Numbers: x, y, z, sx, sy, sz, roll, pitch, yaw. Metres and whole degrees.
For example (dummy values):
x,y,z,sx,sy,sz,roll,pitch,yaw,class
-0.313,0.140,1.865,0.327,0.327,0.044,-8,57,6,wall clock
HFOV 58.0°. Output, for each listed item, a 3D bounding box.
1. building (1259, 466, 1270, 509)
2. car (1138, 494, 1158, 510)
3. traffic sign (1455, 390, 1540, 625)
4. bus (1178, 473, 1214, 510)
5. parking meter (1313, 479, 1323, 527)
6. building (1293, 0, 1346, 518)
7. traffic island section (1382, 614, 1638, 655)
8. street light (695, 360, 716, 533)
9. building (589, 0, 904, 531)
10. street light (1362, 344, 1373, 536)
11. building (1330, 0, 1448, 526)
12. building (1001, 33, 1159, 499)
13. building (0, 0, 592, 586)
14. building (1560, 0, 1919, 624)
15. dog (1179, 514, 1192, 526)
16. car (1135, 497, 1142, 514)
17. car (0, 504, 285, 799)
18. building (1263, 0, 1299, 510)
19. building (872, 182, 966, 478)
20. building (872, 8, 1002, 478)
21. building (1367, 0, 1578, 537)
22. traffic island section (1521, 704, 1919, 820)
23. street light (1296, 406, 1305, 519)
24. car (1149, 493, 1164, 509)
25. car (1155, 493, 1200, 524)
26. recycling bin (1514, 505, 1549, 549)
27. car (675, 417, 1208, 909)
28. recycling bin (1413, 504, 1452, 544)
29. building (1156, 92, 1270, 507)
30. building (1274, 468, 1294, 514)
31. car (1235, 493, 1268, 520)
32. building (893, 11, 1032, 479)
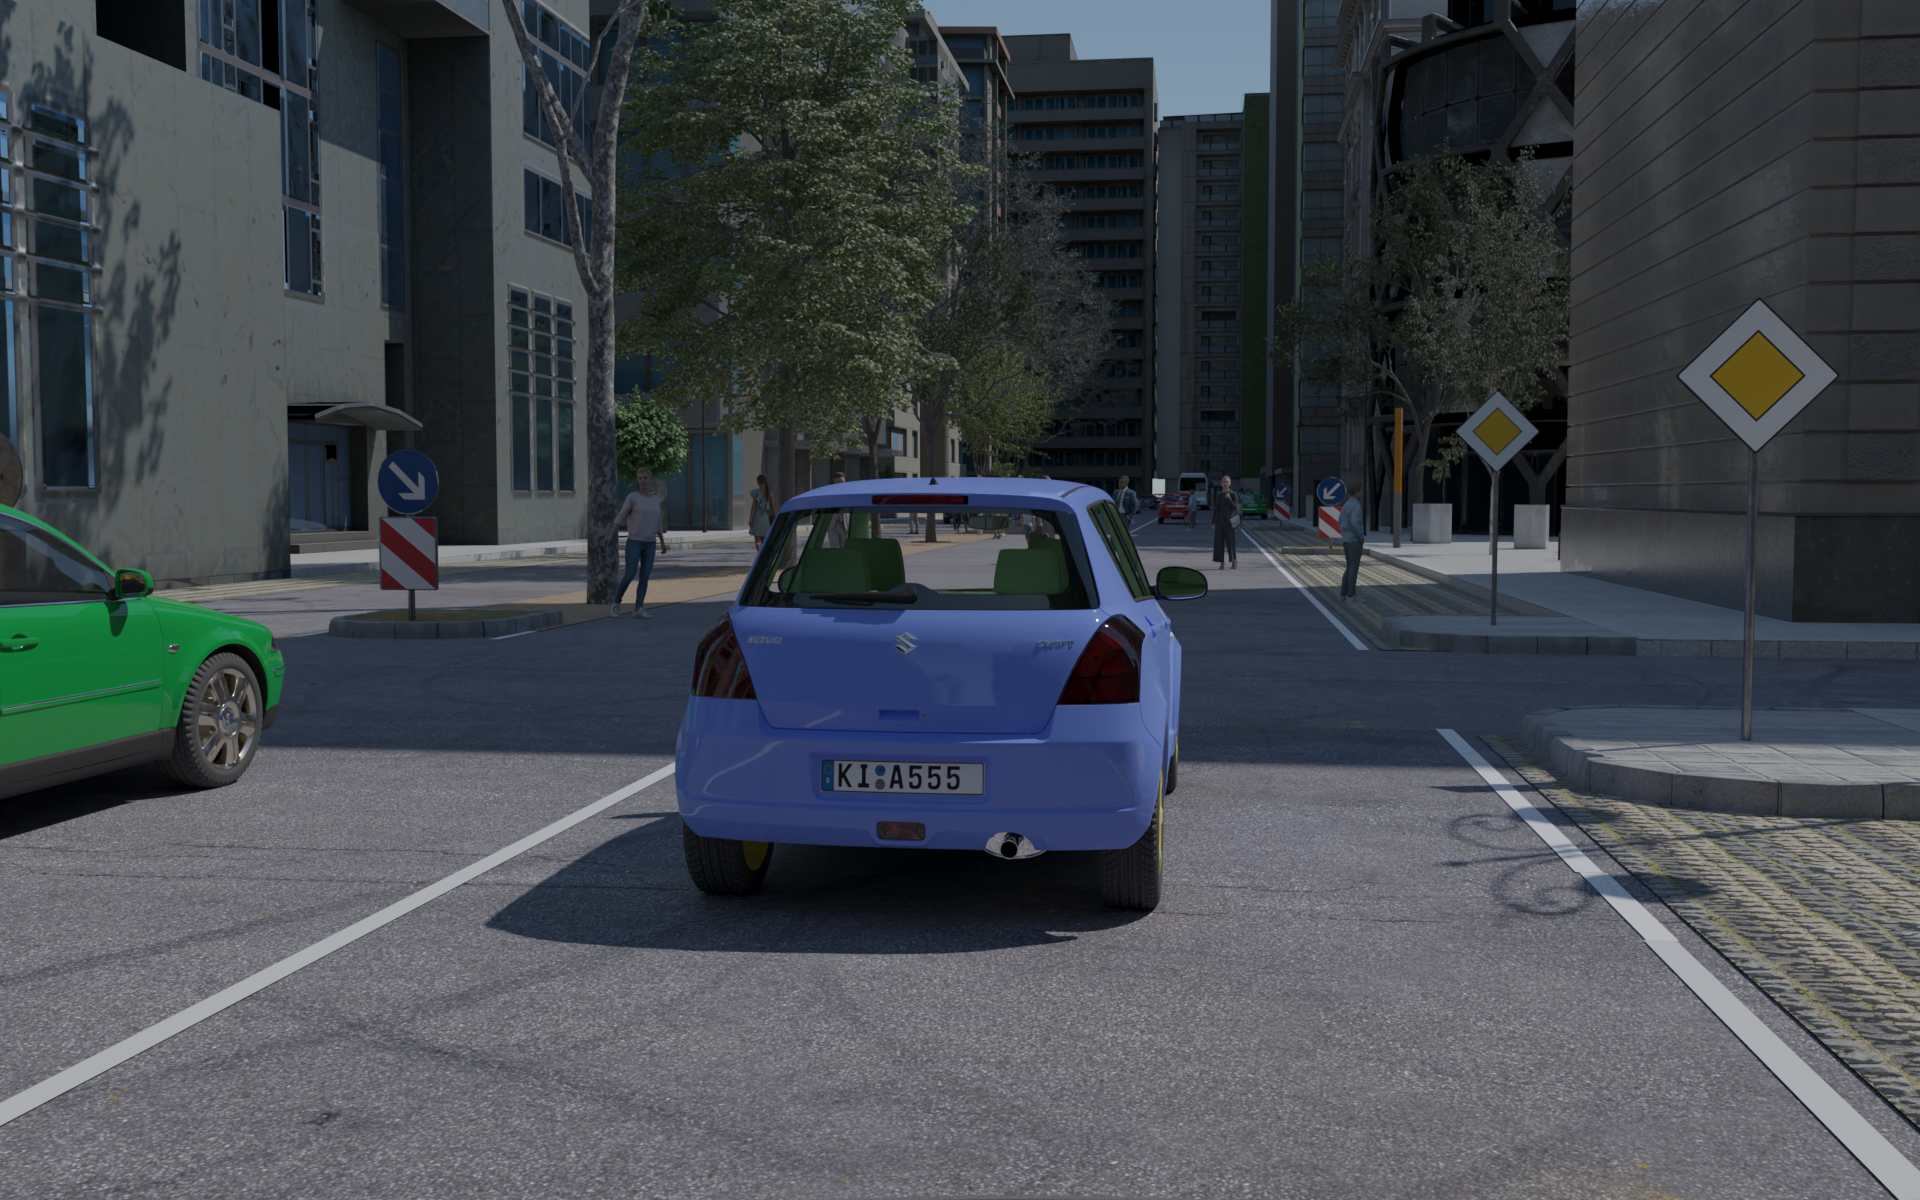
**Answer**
x,y,z,sx,sy,sz,roll,pitch,yaw,class
37.586,-43.737,153.344,20.563,71.187,20.611,0,4,8,building
17.460,-9.116,161.046,2.014,1.417,4.499,1,4,8,car
5.212,-0.809,16.869,0.795,2.450,0.064,0,4,8,traffic sign
21.604,-10.028,158.810,2.948,3.499,13.247,1,4,10,bus
13.996,-3.784,67.577,0.399,1.863,0.255,0,4,-2,parking meter
26.265,-25.385,98.637,14.154,41.232,14.086,0,4,8,building
5.237,0.326,16.943,2.009,0.180,2.903,0,4,8,traffic island section
-8.499,-5.178,57.443,0.468,5.910,1.993,0,4,8,street light
-15.570,-27.715,72.741,23.786,49.044,30.456,0,4,8,building
12.479,-4.923,53.285,0.468,5.910,1.993,0,4,8,street light
24.400,-17.773,77.981,14.401,28.519,23.554,0,4,8,building
10.478,-34.443,186.849,21.600,48.544,21.300,0,4,8,building
-21.775,-44.083,33.433,22.319,86.520,31.000,0,4,8,building
21.097,-13.644,20.345,25.104,27.353,12.463,0,4,8,building
10.252,-3.775,78.564,0.800,0.831,0.513,1,4,17,dog
12.191,-6.966,126.249,2.083,1.381,4.827,1,4,9,car
-4.652,0.097,7.218,1.959,1.807,4.718,1,4,9,car
31.716,-29.805,137.416,14.600,45.320,14.200,0,4,8,building
-15.259,-16.263,110.938,27.650,21.520,28.899,0,4,8,building
-13.078,-27.210,136.768,32.217,40.220,23.993,0,4,8,building
22.073,-11.608,57.250,16.820,18.784,16.811,0,4,8,building
4.117,0.810,9.036,2.009,0.180,2.903,0,4,8,traffic island section
17.772,-7.206,90.600,0.468,5.910,1.993,0,4,8,street light
19.176,-9.627,166.448,2.155,1.783,4.494,1,4,10,car
10.478,-4.556,83.527,2.155,1.783,4.494,0,4,8,car
13.403,-1.716,40.612,0.722,1.027,0.722,2,4,24,recycling bin
0.074,0.135,7.378,1.945,1.707,3.694,1,4,8,car
12.257,-1.983,44.968,0.722,1.027,0.722,-2,4,-25,recycling bin
27.566,-30.391,180.493,14.086,41.232,14.154,0,4,8,building
38.014,-25.993,116.864,32.217,40.220,23.993,0,4,8,building
16.645,-5.520,99.043,1.959,1.807,4.718,0,4,8,car
-8.505,-30.932,160.369,28.867,44.769,22.147,0,4,8,building
